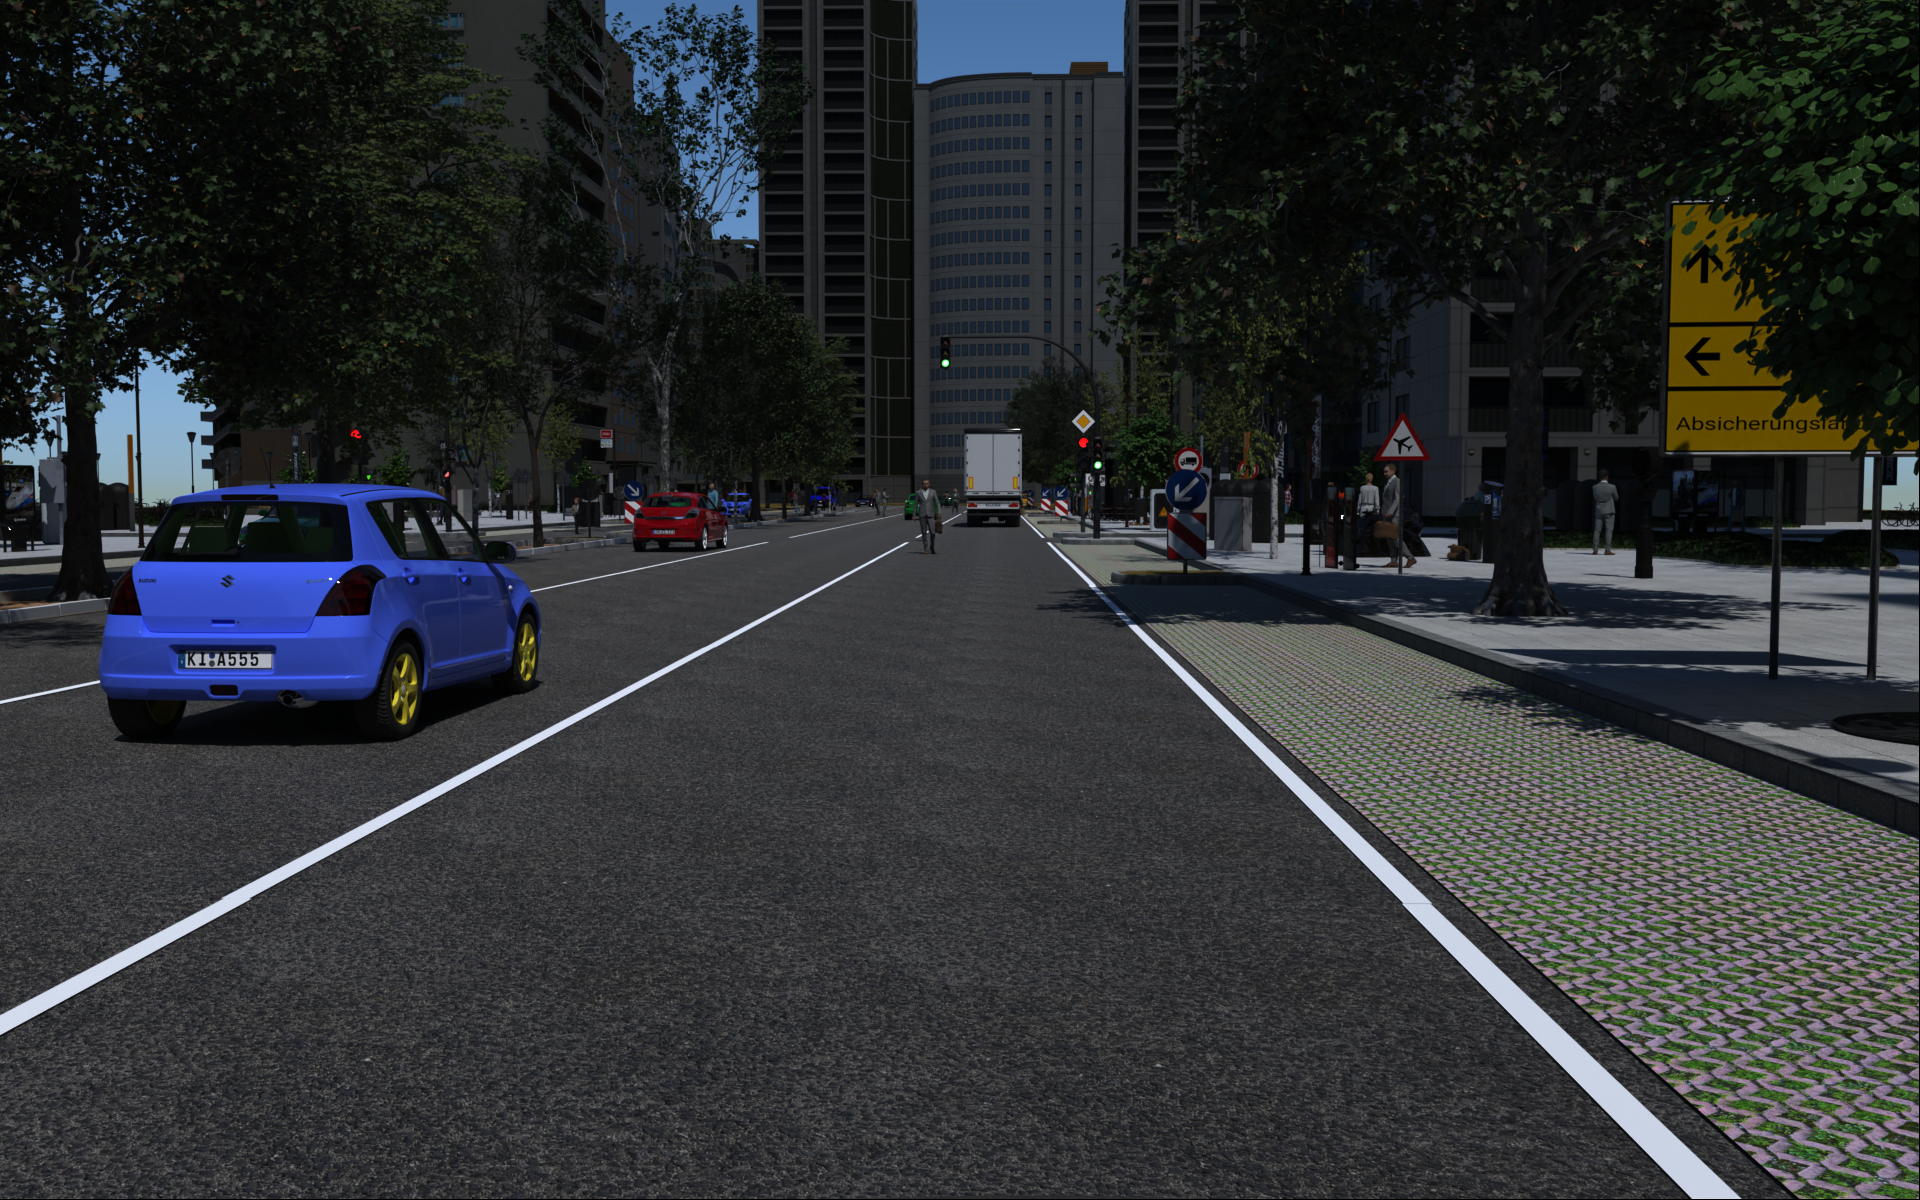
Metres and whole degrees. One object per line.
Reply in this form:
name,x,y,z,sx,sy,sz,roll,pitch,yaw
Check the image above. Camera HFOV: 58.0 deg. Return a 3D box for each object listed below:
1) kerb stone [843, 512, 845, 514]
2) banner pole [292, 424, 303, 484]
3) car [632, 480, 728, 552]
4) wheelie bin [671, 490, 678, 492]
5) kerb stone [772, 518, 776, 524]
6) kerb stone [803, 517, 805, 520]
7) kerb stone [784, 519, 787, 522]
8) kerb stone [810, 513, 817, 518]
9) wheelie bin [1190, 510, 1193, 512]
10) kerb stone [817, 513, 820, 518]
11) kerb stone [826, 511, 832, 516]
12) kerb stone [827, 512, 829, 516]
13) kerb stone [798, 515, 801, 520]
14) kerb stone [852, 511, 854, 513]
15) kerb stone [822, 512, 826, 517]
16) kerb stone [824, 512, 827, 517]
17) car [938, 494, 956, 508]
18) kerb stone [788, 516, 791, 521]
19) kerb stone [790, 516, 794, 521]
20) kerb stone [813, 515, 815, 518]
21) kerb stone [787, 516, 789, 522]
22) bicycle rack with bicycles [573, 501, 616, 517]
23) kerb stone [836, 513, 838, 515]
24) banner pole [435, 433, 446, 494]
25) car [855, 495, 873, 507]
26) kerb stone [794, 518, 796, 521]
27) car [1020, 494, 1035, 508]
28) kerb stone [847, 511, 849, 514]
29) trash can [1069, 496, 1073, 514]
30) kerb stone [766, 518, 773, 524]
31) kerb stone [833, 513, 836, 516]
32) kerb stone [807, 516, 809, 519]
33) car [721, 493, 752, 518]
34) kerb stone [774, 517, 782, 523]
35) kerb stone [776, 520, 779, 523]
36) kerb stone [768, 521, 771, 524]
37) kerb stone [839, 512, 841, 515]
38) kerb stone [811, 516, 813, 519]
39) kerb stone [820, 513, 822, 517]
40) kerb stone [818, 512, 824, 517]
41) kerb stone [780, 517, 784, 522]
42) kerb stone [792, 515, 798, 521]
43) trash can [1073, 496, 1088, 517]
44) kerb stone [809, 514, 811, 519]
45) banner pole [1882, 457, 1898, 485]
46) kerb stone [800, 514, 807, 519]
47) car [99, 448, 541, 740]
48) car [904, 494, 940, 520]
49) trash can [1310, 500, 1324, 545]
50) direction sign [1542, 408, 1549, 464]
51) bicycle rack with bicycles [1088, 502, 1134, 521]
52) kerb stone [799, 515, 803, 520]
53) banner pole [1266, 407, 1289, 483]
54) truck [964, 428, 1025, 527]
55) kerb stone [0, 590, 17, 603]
kerb stone,-8.307,-6.024,120.680,0.120,0.150,1.000,0,4,1
banner pole,-23.817,-4.423,62.333,0.863,3.779,0.401,3,5,42
car,-7.149,-2.173,44.565,2.155,1.783,4.494,0,4,3
wheelie bin,-20.726,-7.191,125.474,0.980,1.594,0.693,1,4,13
kerb stone,-9.134,-3.765,83.761,0.120,0.150,1.000,0,4,1
kerb stone,-8.867,-4.517,96.070,0.120,0.150,1.000,0,4,1
kerb stone,-9.038,-4.014,87.850,0.120,0.150,1.000,0,4,1
kerb stone,-8.719,-4.895,102.228,0.120,0.150,1.000,0,4,1
wheelie bin,11.009,-4.543,82.185,0.693,1.594,0.980,1,4,9
kerb stone,-8.668,-5.018,104.281,0.120,0.150,1.000,0,4,1
kerb stone,-8.515,-5.459,111.455,0.120,0.150,1.000,0,4,1
kerb stone,-8.559,-5.334,109.409,0.120,0.150,1.000,0,4,1
kerb stone,-8.901,-4.393,94.016,0.120,0.150,1.000,0,4,1
kerb stone,-8.145,-6.462,127.852,0.120,0.150,1.000,0,4,1
kerb stone,-8.602,-5.207,107.361,0.120,0.150,1.000,0,4,1
kerb stone,-8.587,-5.271,108.384,0.120,0.150,1.000,0,4,1
car,-1.258,-10.340,180.858,2.131,1.459,4.920,0,4,0
kerb stone,-8.998,-4.141,89.905,0.120,0.150,1.000,0,4,1
kerb stone,-8.974,-4.203,90.927,0.120,0.150,1.000,0,4,1
kerb stone,-8.739,-4.825,101.202,0.120,0.150,1.000,0,4,1
kerb stone,-9.019,-4.078,88.877,0.120,0.150,1.000,0,4,1
bicycle rack with bicycles,-20.338,-5.059,96.093,2.852,0.926,2.925,-1,4,-16
kerb stone,-8.421,-5.703,115.552,0.120,0.150,1.000,0,4,1
banner pole,-21.166,-4.938,70.746,0.863,3.779,0.401,1,4,22
car,-10.593,-10.962,191.803,1.945,1.354,3.894,0,4,3
kerb stone,-8.949,-4.266,91.957,0.120,0.150,1.000,0,4,1
car,6.423,-9.783,170.183,2.015,1.641,3.980,0,4,1
kerb stone,-8.239,-6.212,123.758,0.120,0.150,1.000,0,4,1
trash can,7.259,-5.957,109.054,0.748,1.137,0.748,0,3,0
kerb stone,-9.155,-3.701,82.731,0.120,0.150,1.000,0,4,1
kerb stone,-8.444,-5.647,114.530,0.120,0.150,1.000,0,4,1
kerb stone,-8.807,-4.644,98.117,0.120,0.150,1.000,0,4,1
car,-13.434,-5.825,104.831,1.945,1.707,3.694,0,4,1
kerb stone,-9.079,-3.884,85.806,0.120,0.150,1.000,0,4,1
kerb stone,-9.106,-3.828,84.783,0.120,0.150,1.000,0,4,1
kerb stone,-9.179,-3.640,81.703,0.120,0.150,1.000,0,4,1
kerb stone,-8.373,-5.835,117.596,0.120,0.150,1.000,0,4,1
kerb stone,-8.767,-4.769,100.176,0.120,0.150,1.000,0,4,1
kerb stone,-8.653,-5.083,105.303,0.120,0.150,1.000,0,4,1
kerb stone,-8.633,-5.146,106.338,0.120,0.150,1.000,0,4,1
kerb stone,-9.061,-3.952,86.828,0.120,0.150,1.000,0,4,1
kerb stone,-8.923,-4.329,92.980,0.120,0.150,1.000,0,4,1
trash can,7.002,-5.331,98.811,0.748,1.137,0.748,0,3,0
kerb stone,-8.787,-4.701,99.147,0.120,0.150,1.000,0,4,1
banner pole,32.421,-4.325,60.727,0.863,3.779,0.401,1,4,15
kerb stone,-8.832,-4.581,97.095,0.120,0.150,1.000,0,4,1
car,-3.999,-0.111,11.410,1.945,1.707,3.694,0,4,3
car,-2.126,-5.375,96.670,1.959,1.807,4.718,0,4,2
trash can,9.078,-1.972,43.893,0.748,1.137,0.748,0,3,0
direction sign,14.988,-3.268,45.428,0.876,3.537,0.379,0,4,-5
bicycle rack with bicycles,7.481,-4.237,82.653,2.925,0.926,2.852,0,4,-1
kerb stone,-8.881,-4.456,95.046,0.120,0.150,1.000,0,4,1
banner pole,9.028,-3.647,49.640,0.863,3.779,0.401,2,4,31
truck,1.573,-5.523,79.211,2.839,4.237,11.283,0,4,2
kerb stone,-12.608,-0.034,22.748,0.120,0.150,1.000,0,4,1
